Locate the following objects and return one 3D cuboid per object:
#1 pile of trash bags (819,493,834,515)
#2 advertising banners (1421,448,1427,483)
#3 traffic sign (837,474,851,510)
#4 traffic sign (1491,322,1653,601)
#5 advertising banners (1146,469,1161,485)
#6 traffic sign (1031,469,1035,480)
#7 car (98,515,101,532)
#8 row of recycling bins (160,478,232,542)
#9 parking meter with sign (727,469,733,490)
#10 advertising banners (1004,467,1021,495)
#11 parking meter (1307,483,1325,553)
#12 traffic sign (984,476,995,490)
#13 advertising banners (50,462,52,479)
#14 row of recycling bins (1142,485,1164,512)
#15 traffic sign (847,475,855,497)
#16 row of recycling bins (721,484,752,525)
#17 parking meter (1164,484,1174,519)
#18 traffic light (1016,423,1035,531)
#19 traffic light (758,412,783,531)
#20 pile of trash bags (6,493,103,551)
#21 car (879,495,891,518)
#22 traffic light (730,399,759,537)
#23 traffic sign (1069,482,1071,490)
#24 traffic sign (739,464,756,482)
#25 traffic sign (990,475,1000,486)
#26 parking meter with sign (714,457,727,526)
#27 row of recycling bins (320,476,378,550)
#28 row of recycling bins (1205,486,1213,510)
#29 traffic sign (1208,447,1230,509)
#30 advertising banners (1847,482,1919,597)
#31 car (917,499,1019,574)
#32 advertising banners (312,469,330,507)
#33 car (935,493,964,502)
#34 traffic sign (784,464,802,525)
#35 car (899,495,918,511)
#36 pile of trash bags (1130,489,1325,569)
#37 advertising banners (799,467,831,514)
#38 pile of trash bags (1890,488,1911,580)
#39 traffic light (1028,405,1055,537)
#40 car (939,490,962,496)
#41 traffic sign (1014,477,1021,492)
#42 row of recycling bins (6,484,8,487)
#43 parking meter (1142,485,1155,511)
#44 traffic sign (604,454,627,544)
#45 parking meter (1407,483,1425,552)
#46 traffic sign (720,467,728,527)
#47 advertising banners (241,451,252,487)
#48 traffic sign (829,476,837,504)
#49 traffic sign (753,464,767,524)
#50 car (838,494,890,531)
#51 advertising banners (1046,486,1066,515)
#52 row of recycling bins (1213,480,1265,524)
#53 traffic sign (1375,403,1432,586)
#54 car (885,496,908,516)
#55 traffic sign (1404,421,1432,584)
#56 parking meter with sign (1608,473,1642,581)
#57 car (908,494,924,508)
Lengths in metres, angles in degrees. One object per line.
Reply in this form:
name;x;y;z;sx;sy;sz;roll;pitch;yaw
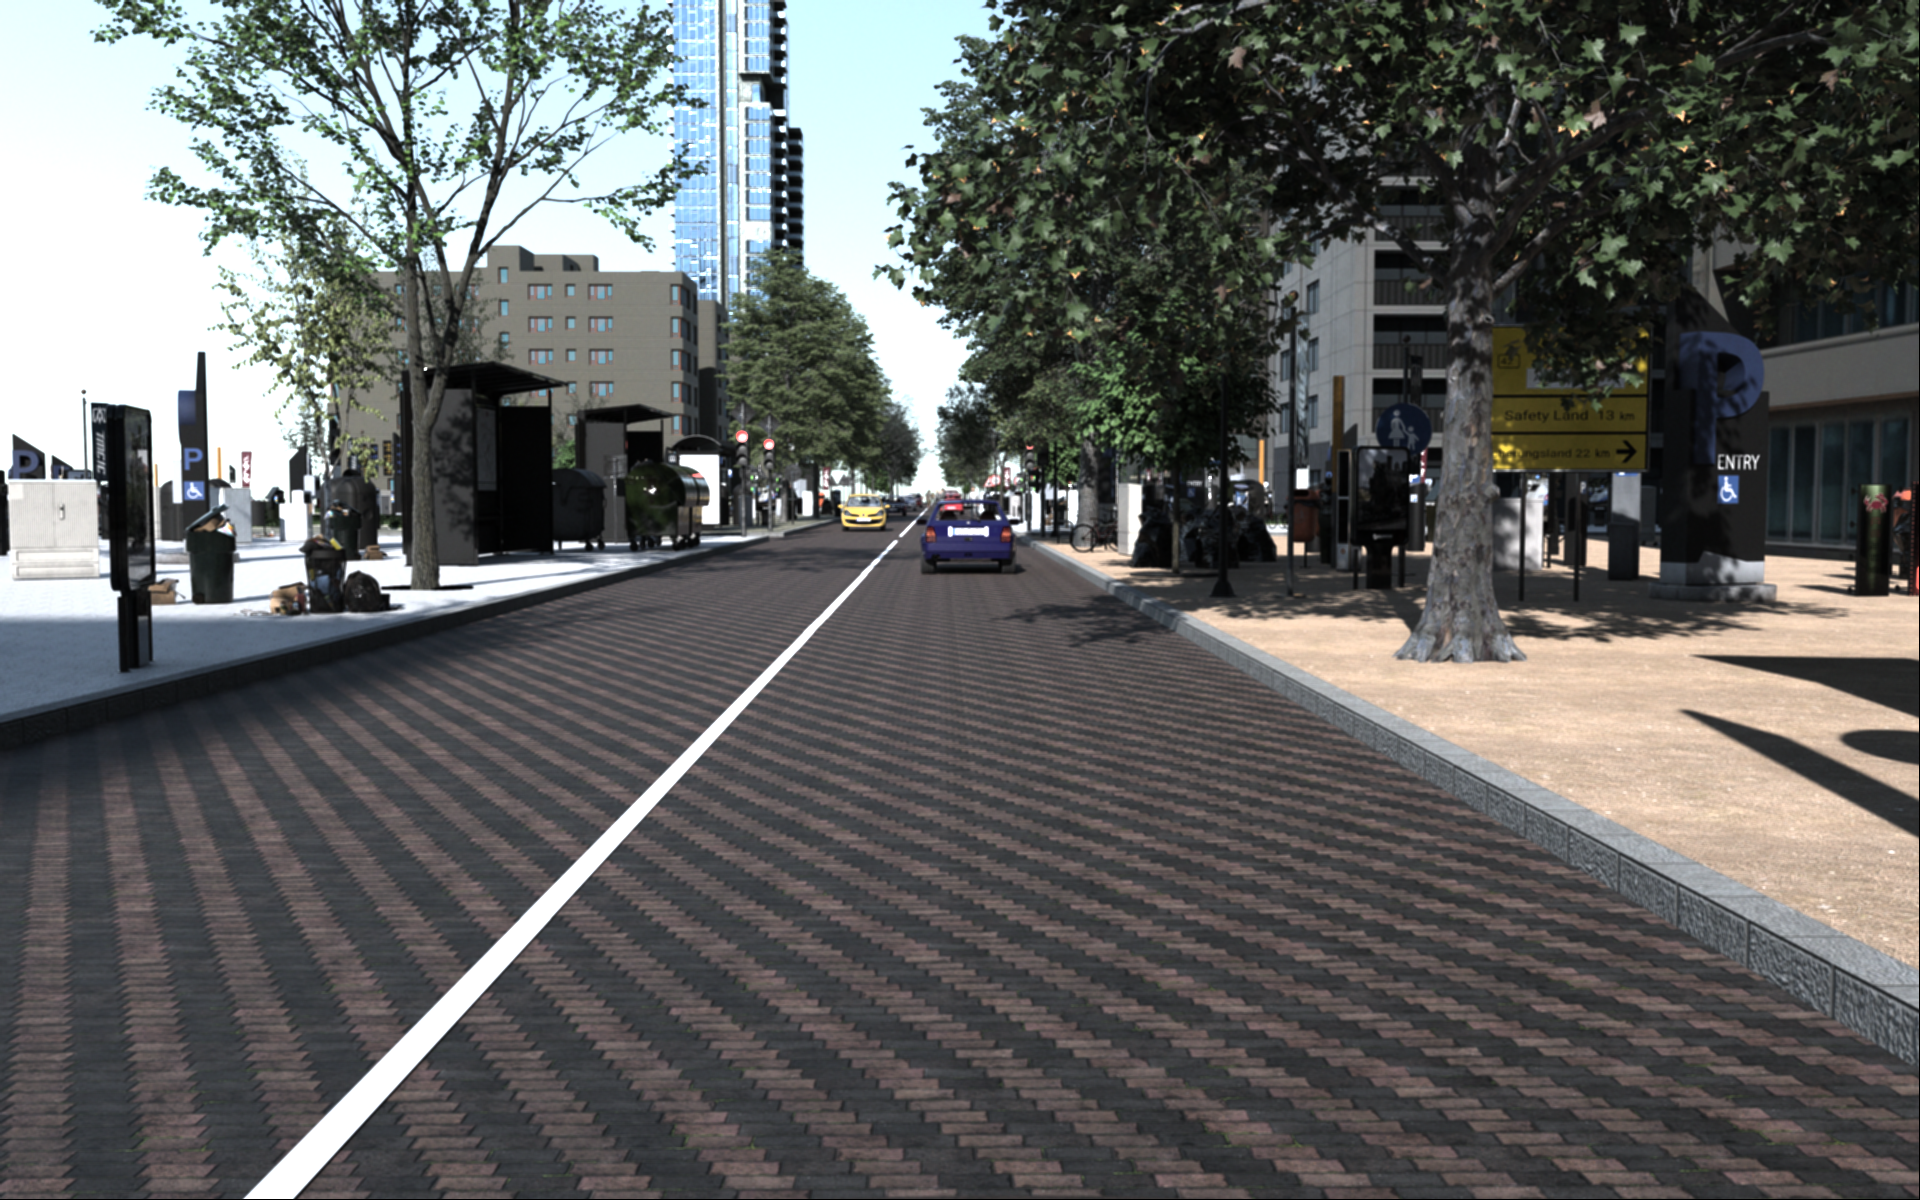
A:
pile of trash bags;-8.764;-6.004;107.920;1.912;1.369;3.447;0;4;0
advertising banners;11.018;-2.955;44.499;2.074;3.025;0.090;1;4;13
traffic sign;-7.283;-6.647;108.683;0.884;2.594;0.081;0;4;5
traffic sign;7.057;-1.638;20.653;2.265;3.308;0.079;0;4;4
advertising banners;13.872;-7.797;123.675;0.090;3.025;2.074;-2;4;-24
traffic sign;3.669;-4.920;80.541;0.768;2.556;0.104;0;4;3
car;-29.851;-2.657;56.018;3.894;1.354;1.945;0;3;0
row of recycling bins;-20.643;-2.425;46.765;1.069;1.692;3.534;-3;5;-44
parking meter with sign;-16.607;-7.680;121.836;0.543;3.016;1.738;1;4;18
advertising banners;3.779;-7.079;111.927;2.074;3.025;0.090;0;4;6
parking meter;7.791;-1.805;37.929;0.372;1.533;0.369;0;3;0
traffic sign;2.116;-7.541;123.291;0.884;2.594;0.081;0;4;3
advertising banners;-48.153;-5.839;91.657;0.090;3.025;2.074;-2;4;-30
row of recycling bins;9.636;-4.488;80.495;3.534;1.692;1.069;-3;5;-40
traffic sign;-7.506;-7.129;116.564;0.884;2.594;0.081;0;4;0
row of recycling bins;-10.267;-3.914;71.113;3.534;1.692;1.069;0;4;2
parking meter;5.361;-2.170;43.885;0.372;1.533;0.369;0;3;0
traffic light;2.361;-4.317;59.504;0.839;4.253;0.868;0;4;-1
traffic light;-6.500;-4.310;59.391;0.839;4.253;0.868;0;4;-1
pile of trash bags;-21.299;-1.841;39.846;3.447;1.369;1.912;1;4;11
car;-5.154;-5.598;103.531;2.014;1.417;4.499;0;4;-2
traffic light;-6.412;-3.822;51.406;0.839;4.253;0.868;0;4;-1
traffic sign;5.305;-5.098;83.451;0.768;2.556;0.104;0;4;4
traffic sign;-8.885;-4.435;72.614;0.768;2.556;0.104;1;4;9
traffic sign;2.303;-6.885;112.673;0.768;2.556;0.104;0;4;0
parking meter with sign;-10.125;-4.430;68.695;0.543;3.016;1.738;2;4;30
row of recycling bins;-14.573;-2.079;41.103;1.069;1.692;3.534;-2;4;-27
row of recycling bins;15.551;-5.853;102.805;3.534;1.692;1.069;2;4;24
traffic sign;5.110;-2.157;35.366;0.768;2.556;0.104;0;4;6
advertising banners;12.144;-1.563;21.743;2.074;3.025;0.090;-1;4;-10
car;0.148;-1.212;32.395;1.945;1.354;3.894;0;3;0
advertising banners;-44.737;-7.630;120.932;2.074;3.025;0.090;-3;5;-44
car;-0.625;-6.694;118.494;2.155;1.783;4.494;0;4;-1
traffic sign;-7.005;-4.429;72.528;0.768;2.556;0.104;0;4;6
car;-4.725;-8.471;150.866;2.083;1.381;4.827;0;4;-1
pile of trash bags;4.624;-1.263;30.404;3.447;1.369;1.912;2;4;25
advertising banners;-9.287;-7.028;111.100;2.074;3.025;0.090;-1;4;-19
pile of trash bags;14.972;-0.995;26.019;1.912;1.369;3.447;0;4;1
traffic light;2.448;-3.829;51.519;0.839;4.253;0.868;0;4;-1
car;-0.932;-9.804;168.974;2.281;1.827;5.304;0;4;0
traffic sign;4.124;-7.321;119.806;0.768;2.556;0.104;0;4;4
row of recycling bins;-53.453;-5.563;98.062;1.069;1.692;3.534;2;4;34
parking meter;5.299;-2.469;48.783;0.372;1.533;0.369;0;3;0
traffic sign;-8.846;-2.590;44.475;0.606;2.300;0.079;0;4;4
parking meter;10.218;-1.858;38.789;0.372;1.533;0.369;0;3;0
traffic sign;-9.189;-3.937;66.493;0.606;2.300;0.079;0;4;5
advertising banners;-29.791;-4.565;70.820;2.074;3.025;0.090;1;4;16
traffic sign;-8.902;-7.358;120.314;0.884;2.594;0.081;0;4;4
traffic sign;-8.650;-4.555;74.482;0.884;2.594;0.081;0;3;0
car;-3.748;-3.522;67.813;2.015;1.641;3.980;0;4;-2
advertising banners;5.883;-6.748;106.515;2.074;3.025;0.090;2;4;34
row of recycling bins;8.264;-2.661;50.627;1.069;1.692;3.534;0;4;0
traffic sign;6.190;-1.476;24.243;0.768;2.556;0.104;1;4;8
car;-4.371;-6.181;113.643;1.945;1.354;3.894;0;4;-1
traffic sign;6.341;-1.508;24.765;0.768;2.556;0.104;0;4;6
parking meter with sign;10.126;-1.842;26.376;0.543;3.016;1.738;1;4;21
car;-4.858;-10.604;182.413;2.155;1.783;4.494;0;4;0
